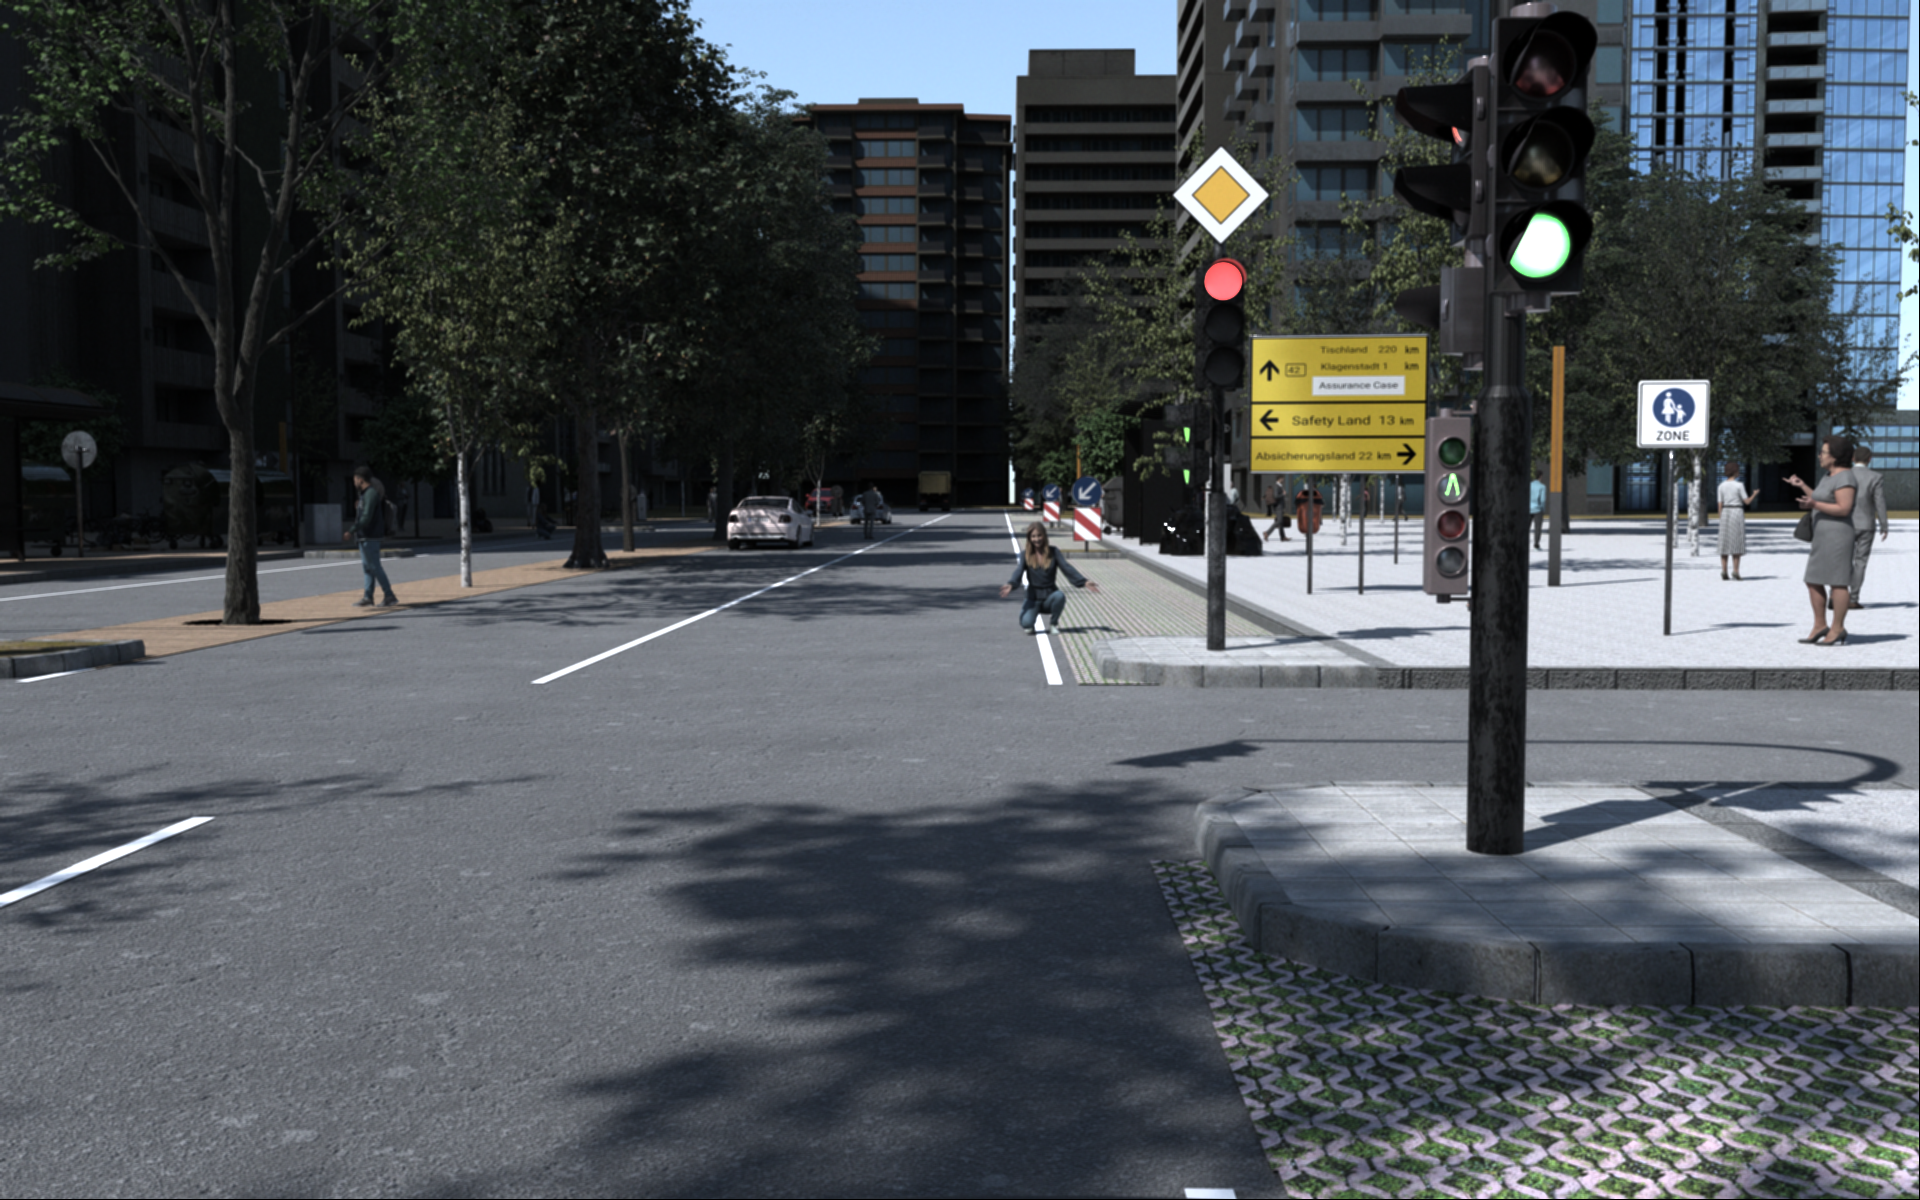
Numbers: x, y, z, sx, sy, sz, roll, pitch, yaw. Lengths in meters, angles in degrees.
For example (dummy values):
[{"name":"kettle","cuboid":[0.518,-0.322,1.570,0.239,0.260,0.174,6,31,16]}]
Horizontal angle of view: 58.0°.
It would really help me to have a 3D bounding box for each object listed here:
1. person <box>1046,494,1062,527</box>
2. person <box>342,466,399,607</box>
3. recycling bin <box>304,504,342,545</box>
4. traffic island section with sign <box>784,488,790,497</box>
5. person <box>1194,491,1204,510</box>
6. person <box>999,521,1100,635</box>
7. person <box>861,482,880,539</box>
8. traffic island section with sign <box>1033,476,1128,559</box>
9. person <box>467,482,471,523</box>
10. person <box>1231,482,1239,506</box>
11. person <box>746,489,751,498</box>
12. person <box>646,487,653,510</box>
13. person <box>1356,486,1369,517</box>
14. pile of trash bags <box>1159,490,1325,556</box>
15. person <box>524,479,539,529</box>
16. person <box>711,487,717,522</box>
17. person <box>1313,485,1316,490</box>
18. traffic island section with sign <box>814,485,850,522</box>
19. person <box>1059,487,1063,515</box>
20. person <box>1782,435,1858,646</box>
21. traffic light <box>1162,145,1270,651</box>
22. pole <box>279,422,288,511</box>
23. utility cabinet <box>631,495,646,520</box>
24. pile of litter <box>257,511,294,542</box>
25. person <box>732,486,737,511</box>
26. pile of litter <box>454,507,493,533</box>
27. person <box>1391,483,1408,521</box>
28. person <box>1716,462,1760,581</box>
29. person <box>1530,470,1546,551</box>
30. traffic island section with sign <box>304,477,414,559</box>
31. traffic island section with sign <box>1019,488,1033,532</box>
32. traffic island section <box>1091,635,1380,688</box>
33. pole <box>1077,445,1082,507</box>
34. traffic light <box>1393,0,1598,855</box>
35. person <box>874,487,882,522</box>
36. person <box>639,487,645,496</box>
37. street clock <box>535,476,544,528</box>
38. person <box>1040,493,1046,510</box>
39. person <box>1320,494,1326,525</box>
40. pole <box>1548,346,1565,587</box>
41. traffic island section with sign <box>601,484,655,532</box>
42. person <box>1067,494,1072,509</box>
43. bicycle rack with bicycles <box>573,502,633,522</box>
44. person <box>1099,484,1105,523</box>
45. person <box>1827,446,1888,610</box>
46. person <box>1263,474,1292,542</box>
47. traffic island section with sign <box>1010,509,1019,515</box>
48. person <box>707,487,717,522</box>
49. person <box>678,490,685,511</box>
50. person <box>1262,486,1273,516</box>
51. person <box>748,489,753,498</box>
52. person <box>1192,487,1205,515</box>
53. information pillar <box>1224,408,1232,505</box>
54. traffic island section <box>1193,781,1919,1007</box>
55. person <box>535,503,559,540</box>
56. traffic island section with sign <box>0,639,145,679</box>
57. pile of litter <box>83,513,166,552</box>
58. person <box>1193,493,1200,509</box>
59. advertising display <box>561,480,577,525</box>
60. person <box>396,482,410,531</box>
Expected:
[{"name":"person","cuboid":[3.680,-3.600,67.460,0.635,1.810,0.391,0,4,1]},{"name":"person","cuboid":[-7.486,-0.802,21.953,0.721,1.781,0.623,-2,4,-28]},{"name":"recycling bin","cuboid":[-16.192,-1.925,44.021,0.722,1.027,0.722,-3,5,-41]},{"name":"traffic island section with sign","cuboid":[-11.723,-6.589,116.361,1.989,1.847,2.006,0,4,1]},{"name":"person","cuboid":[12.997,-5.328,94.079,0.541,1.710,0.530,1,4,23]},{"name":"person","cuboid":[0.922,-0.225,17.677,1.012,1.151,0.738,0,4,4]},{"name":"person","cuboid":[-2.841,-2.843,55.183,0.606,1.804,0.583,0,4,6]},{"name":"traffic island section with sign","cuboid":[2.706,-1.848,38.841,1.989,1.847,2.006,0,4,1]},{"name":"person","cuboid":[-21.110,-4.174,74.498,0.699,1.804,1.509,-1,4,-14]},{"name":"person","cuboid":[10.209,-3.622,65.748,0.782,1.767,0.515,1,4,13]},{"name":"person","cuboid":[-18.543,-8.956,152.918,0.683,1.767,0.568,-1,4,-19]},{"name":"person","cuboid":[-24.924,-8.159,139.466,0.705,1.821,1.348,-2,4,-31]},{"name":"person","cuboid":[22.295,-5.452,95.895,0.721,1.743,1.217,-1,4,-22]},{"name":"pile of trash bags","cuboid":[5.950,-1.644,36.629,3.447,1.369,1.912,0,4,5]},{"name":"person","cuboid":[-15.828,-3.552,64.005,0.514,1.842,0.818,-1,4,-17]},{"name":"person","cuboid":[-12.527,-4.888,88.605,0.526,1.800,0.537,-1,4,-19]},{"name":"person","cuboid":[20.324,-5.711,99.400,0.705,1.826,1.348,3,5,41]},{"name":"traffic island section with sign","cuboid":[-6.421,-4.962,89.266,2.006,1.907,1.989,0,4,1]},{"name":"person","cuboid":[6.254,-6.173,107.913,0.436,1.711,0.756,1,4,13]},{"name":"person","cuboid":[7.299,-0.510,14.745,0.532,1.782,0.716,0,4,8]},{"name":"traffic light","cuboid":[2.088,-1.542,14.136,0.839,4.253,0.868,0,4,1]},{"name":"pole","cuboid":[-19.170,-3.380,49.109,0.158,3.312,0.155,0,3,0]},{"name":"utility cabinet","cuboid":[-15.920,-4.544,85.458,0.306,1.237,1.020,2,4,32]},{"name":"pile of litter","cuboid":[-18.519,-2.006,46.767,1.176,0.858,1.719,0,4,0]},{"name":"person","cuboid":[-15.777,-6.980,119.793,0.705,1.869,1.348,2,4,28]},{"name":"pile of litter","cuboid":[-16.085,-2.637,57.080,1.176,0.858,1.719,2,4,27]},{"name":"person","cuboid":[20.778,-4.625,81.762,0.679,1.850,0.850,-3,5,-45]},{"name":"person","cuboid":[11.556,-1.172,25.773,0.524,1.755,0.480,-3,4,-36]},{"name":"person","cuboid":[12.828,-2.006,38.854,0.620,1.820,0.660,-3,5,-42]},{"name":"traffic island section with sign","cuboid":[-13.513,-1.871,39.226,1.989,1.847,2.006,0,4,1]},{"name":"traffic island section with sign","cuboid":[3.338,-3.496,65.789,1.989,1.847,2.006,0,4,1]},{"name":"traffic island section","cuboid":[2.128,0.491,14.249,2.009,0.180,2.903,0,4,1]},{"name":"pole","cuboid":[4.956,-4.768,71.801,0.158,3.312,0.155,0,3,0]},{"name":"traffic light","cuboid":[-0.191,-1.920,6.060,4.771,5.953,1.251,0,4,1]},{"name":"person","cuboid":[-4.301,-4.931,89.243,0.709,1.813,0.853,1,4,20]},{"name":"person","cuboid":[-21.978,-6.907,119.647,0.621,1.740,0.551,0,4,3]},{"name":"street clock","cuboid":[-16.166,-3.776,66.314,0.471,2.002,0.358,1,4,17]},{"name":"person","cuboid":[6.848,-8.346,142.943,0.568,1.767,0.683,3,5,42]},{"name":"person","cuboid":[14.795,-3.723,71.179,0.475,1.303,0.640,1,4,20]},{"name":"pole","cuboid":[8.267,-1.844,23.995,0.158,3.312,0.155,0,3,0]},{"name":"traffic island section with sign","cuboid":[-12.869,-3.566,66.930,1.989,1.847,2.006,0,4,1]},{"name":"person","cuboid":[9.432,-8.683,151.206,0.799,1.438,0.628,1,4,23]},{"name":"bicycle rack with bicycles","cuboid":[-16.588,-3.982,78.481,2.925,0.926,2.852,2,4,26]},{"name":"person","cuboid":[6.328,-4.227,75.720,0.524,1.755,0.480,2,4,26]},{"name":"person","cuboid":[9.969,-0.803,19.293,0.709,1.813,0.853,3,5,40]},{"name":"person","cuboid":[8.588,-2.499,46.858,0.822,1.834,0.622,0,3,0]},{"name":"traffic island section with sign","cuboid":[4.489,-6.566,115.976,1.989,1.847,2.006,0,4,1]},{"name":"person","cuboid":[-12.501,-4.822,87.613,0.678,1.792,0.850,0,4,7]},{"name":"person","cuboid":[-20.634,-7.375,128.101,0.593,1.643,0.415,1,4,13]},{"name":"person","cuboid":[17.696,-5.667,99.522,0.721,1.723,1.217,3,5,42]},{"name":"person","cuboid":[-10.109,-4.566,84.157,0.512,1.701,0.522,0,4,5]},{"name":"person","cuboid":[13.729,-5.620,97.890,0.705,1.831,1.348,-3,5,-42]},{"name":"information pillar","cuboid":[7.150,-3.412,47.141,0.504,3.616,0.183,1,4,10]},{"name":"traffic island section","cuboid":[1.943,0.980,6.266,2.009,0.180,2.903,0,4,1]},{"name":"person","cuboid":[-13.004,-2.489,54.700,0.738,1.151,1.012,1,4,18]},{"name":"traffic island section with sign","cuboid":[-8.158,-0.368,14.148,2.006,1.907,1.989,0,4,1]},{"name":"pile of litter","cuboid":[-18.718,-1.525,38.891,1.719,0.858,1.176,-1,4,-20]},{"name":"person","cuboid":[15.749,-6.655,115.301,0.683,1.767,0.568,-2,4,-23]},{"name":"advertising display","cuboid":[-16.286,-4.100,72.255,0.123,1.923,0.974,1,4,22]},{"name":"person","cuboid":[-19.186,-3.276,59.781,0.537,1.800,0.526,-3,5,-44]}]
